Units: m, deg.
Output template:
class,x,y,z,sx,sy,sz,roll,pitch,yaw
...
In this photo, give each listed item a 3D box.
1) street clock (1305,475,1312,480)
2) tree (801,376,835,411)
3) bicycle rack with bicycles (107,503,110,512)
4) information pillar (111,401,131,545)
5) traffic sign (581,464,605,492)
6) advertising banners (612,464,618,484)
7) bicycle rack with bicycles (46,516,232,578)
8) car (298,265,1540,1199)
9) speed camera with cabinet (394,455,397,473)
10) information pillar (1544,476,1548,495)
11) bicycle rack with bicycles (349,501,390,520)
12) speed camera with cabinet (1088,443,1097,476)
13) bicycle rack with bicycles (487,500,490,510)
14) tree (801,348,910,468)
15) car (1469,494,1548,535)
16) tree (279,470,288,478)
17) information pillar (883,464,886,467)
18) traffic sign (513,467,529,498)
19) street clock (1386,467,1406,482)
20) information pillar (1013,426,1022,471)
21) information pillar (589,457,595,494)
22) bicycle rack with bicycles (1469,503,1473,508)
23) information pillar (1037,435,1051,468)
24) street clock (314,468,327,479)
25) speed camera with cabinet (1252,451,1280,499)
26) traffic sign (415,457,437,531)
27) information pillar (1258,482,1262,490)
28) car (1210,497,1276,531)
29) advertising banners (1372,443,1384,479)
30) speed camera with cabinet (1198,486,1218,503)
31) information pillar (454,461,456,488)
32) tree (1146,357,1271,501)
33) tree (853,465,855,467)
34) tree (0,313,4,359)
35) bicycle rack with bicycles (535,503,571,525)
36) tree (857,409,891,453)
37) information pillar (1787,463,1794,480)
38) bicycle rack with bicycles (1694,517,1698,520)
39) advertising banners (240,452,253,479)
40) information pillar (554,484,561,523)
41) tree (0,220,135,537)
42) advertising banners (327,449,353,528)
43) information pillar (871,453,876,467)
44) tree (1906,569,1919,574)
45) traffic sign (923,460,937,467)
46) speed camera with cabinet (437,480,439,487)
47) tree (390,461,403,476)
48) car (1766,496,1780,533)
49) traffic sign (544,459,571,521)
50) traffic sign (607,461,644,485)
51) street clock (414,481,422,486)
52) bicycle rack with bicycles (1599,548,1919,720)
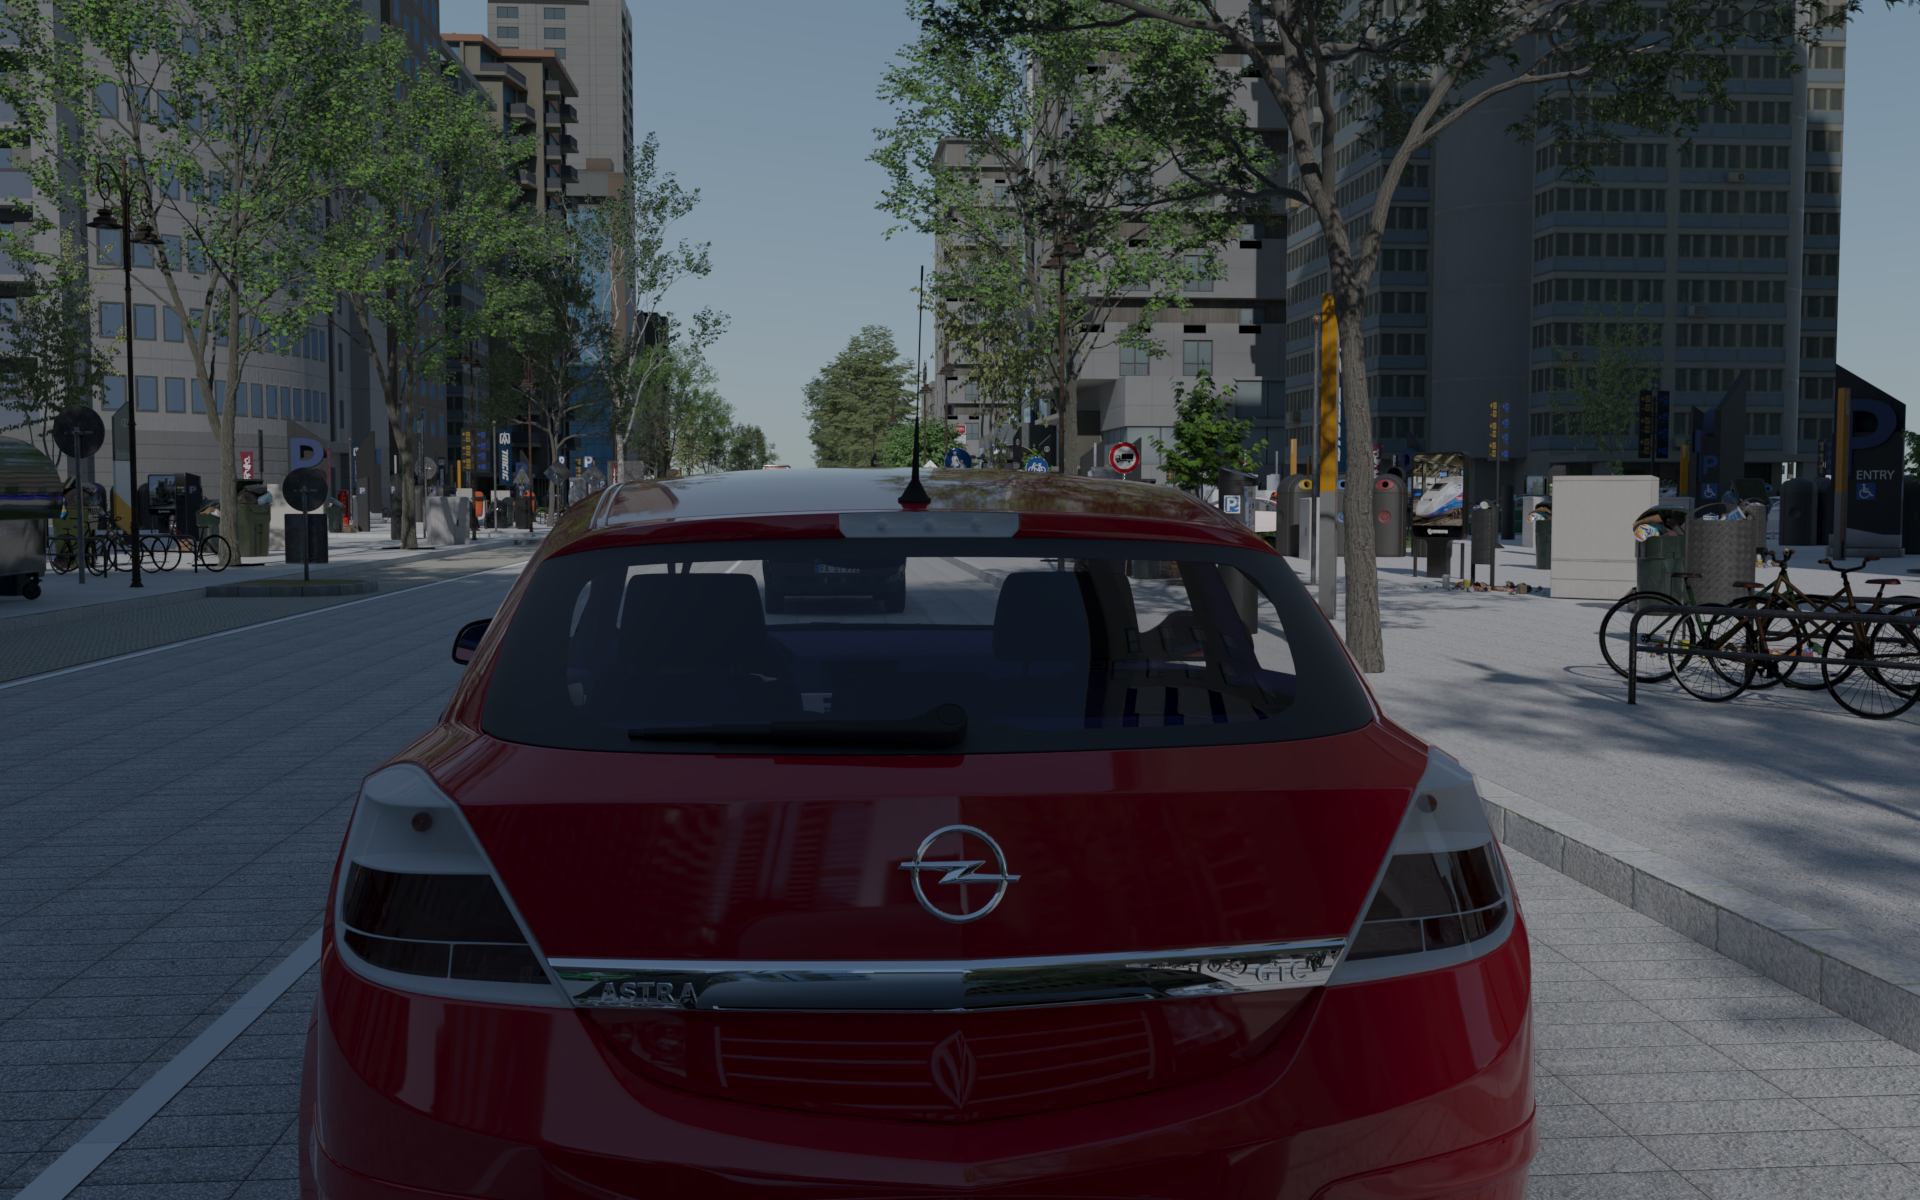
class,x,y,z,sx,sy,sz,roll,pitch,yaw
street clock,13.065,-3.687,64.860,0.471,2.002,0.358,-2,4,-34
tree,-16.064,-24.260,252.538,12.611,20.169,13.585,0,3,0
bicycle rack with bicycles,-32.222,-3.234,66.261,2.925,0.926,2.852,-2,4,-29
information pillar,-21.031,-3.189,43.492,0.183,3.616,0.504,1,4,22
traffic sign,-12.253,-3.315,57.837,0.795,2.450,0.064,0,4,-5
advertising banners,-20.976,-6.507,102.579,2.074,3.025,0.090,2,4,30
bicycle rack with bicycles,-13.663,-0.884,27.833,2.925,0.926,2.852,2,4,23
car,-0.215,0.296,4.196,2.155,1.783,4.494,0,4,-6
speed camera with cabinet,-28.112,-5.750,88.355,2.038,3.252,0.660,2,4,25
information pillar,24.280,-4.142,72.216,0.304,2.012,0.304,0,4,-7
bicycle rack with bicycles,-29.359,-4.297,83.644,2.925,0.926,2.852,2,4,35
speed camera with cabinet,4.879,-4.404,66.347,0.660,3.252,2.038,3,5,44
bicycle rack with bicycles,-26.441,-5.075,96.365,2.852,0.926,2.925,-1,4,-22
tree,-8.596,-14.788,148.431,9.857,13.997,8.962,0,3,0
car,18.400,-2.776,57.193,4.920,1.459,2.131,0,4,-5
tree,-28.057,-4.878,74.354,1.663,3.219,1.824,0,3,0
information pillar,-5.357,-8.095,123.709,0.183,3.616,0.504,-3,5,-41
traffic sign,-21.017,-5.083,83.119,0.884,2.594,0.081,0,4,0
street clock,11.667,-2.558,46.386,0.471,2.002,0.358,3,5,39
information pillar,1.984,-4.182,59.735,0.183,3.616,0.504,-2,4,-29
information pillar,-23.173,-7.205,109.161,0.504,3.616,0.183,2,4,28
bicycle rack with bicycles,36.923,-6.931,126.697,2.852,0.926,2.925,-1,4,-17
information pillar,3.375,-4.744,68.924,0.504,3.616,0.183,-1,4,-13
street clock,-18.167,-2.718,49.006,0.471,2.002,0.358,1,4,20
speed camera with cabinet,13.288,-5.078,77.360,0.660,3.252,2.038,-2,4,-25
traffic sign,-18.344,-3.630,59.451,0.768,2.556,0.104,0,4,4
information pillar,18.677,-6.365,108.558,0.304,2.012,0.304,-2,4,-30
car,9.457,-2.617,55.152,4.827,1.381,2.083,0,4,-4
advertising banners,13.577,-3.895,59.866,2.074,3.025,0.090,1,4,13
speed camera with cabinet,9.510,-4.336,65.233,0.660,3.252,2.038,0,4,-7
information pillar,-36.202,-8.126,124.219,0.183,3.616,0.504,-1,4,-13
tree,3.303,-1.818,24.332,1.663,3.219,1.824,0,3,0
tree,-9.121,-13.069,164.043,4.360,8.622,3.978,0,3,0
tree,-24.829,-5.519,40.595,4.360,8.622,3.978,0,3,0
bicycle rack with bicycles,-16.718,-3.698,73.849,2.925,0.926,2.852,-1,4,-18
tree,-6.899,-11.605,140.106,4.737,8.622,4.395,0,3,0
information pillar,45.503,-6.337,94.964,0.504,3.616,0.183,-2,4,-30
bicycle rack with bicycles,20.064,-2.254,50.238,2.852,0.926,2.925,-1,4,-19
advertising banners,-28.704,-4.614,71.631,2.074,3.025,0.090,0,4,-1
information pillar,-17.522,-4.327,75.230,0.304,2.012,0.304,0,4,6
tree,-24.588,-5.904,46.888,4.737,8.622,4.395,0,3,0
advertising banners,-23.631,-4.293,66.376,2.074,3.025,0.090,-3,5,-45
information pillar,-4.854,-6.488,97.425,0.183,3.616,0.504,2,4,31
tree,16.045,-2.038,27.919,1.663,3.219,1.824,0,3,0
traffic sign,-0.872,-2.882,50.761,0.795,2.450,0.064,0,4,-5
speed camera with cabinet,-32.253,-6.981,108.469,2.038,3.252,0.660,-1,4,-13
tree,-32.296,-6.462,100.255,1.663,3.219,1.824,0,3,0
car,27.529,-2.810,58.310,4.827,1.381,2.083,0,4,-7
traffic sign,-11.580,-2.828,49.880,0.795,2.450,0.064,0,4,-5
traffic sign,-20.538,-6.883,106.413,2.265,3.308,0.079,0,4,5
street clock,-30.284,-5.630,96.617,0.471,2.002,0.358,-3,5,-41
bicycle rack with bicycles,5.330,0.162,10.736,2.852,0.926,2.925,-3,5,-43
